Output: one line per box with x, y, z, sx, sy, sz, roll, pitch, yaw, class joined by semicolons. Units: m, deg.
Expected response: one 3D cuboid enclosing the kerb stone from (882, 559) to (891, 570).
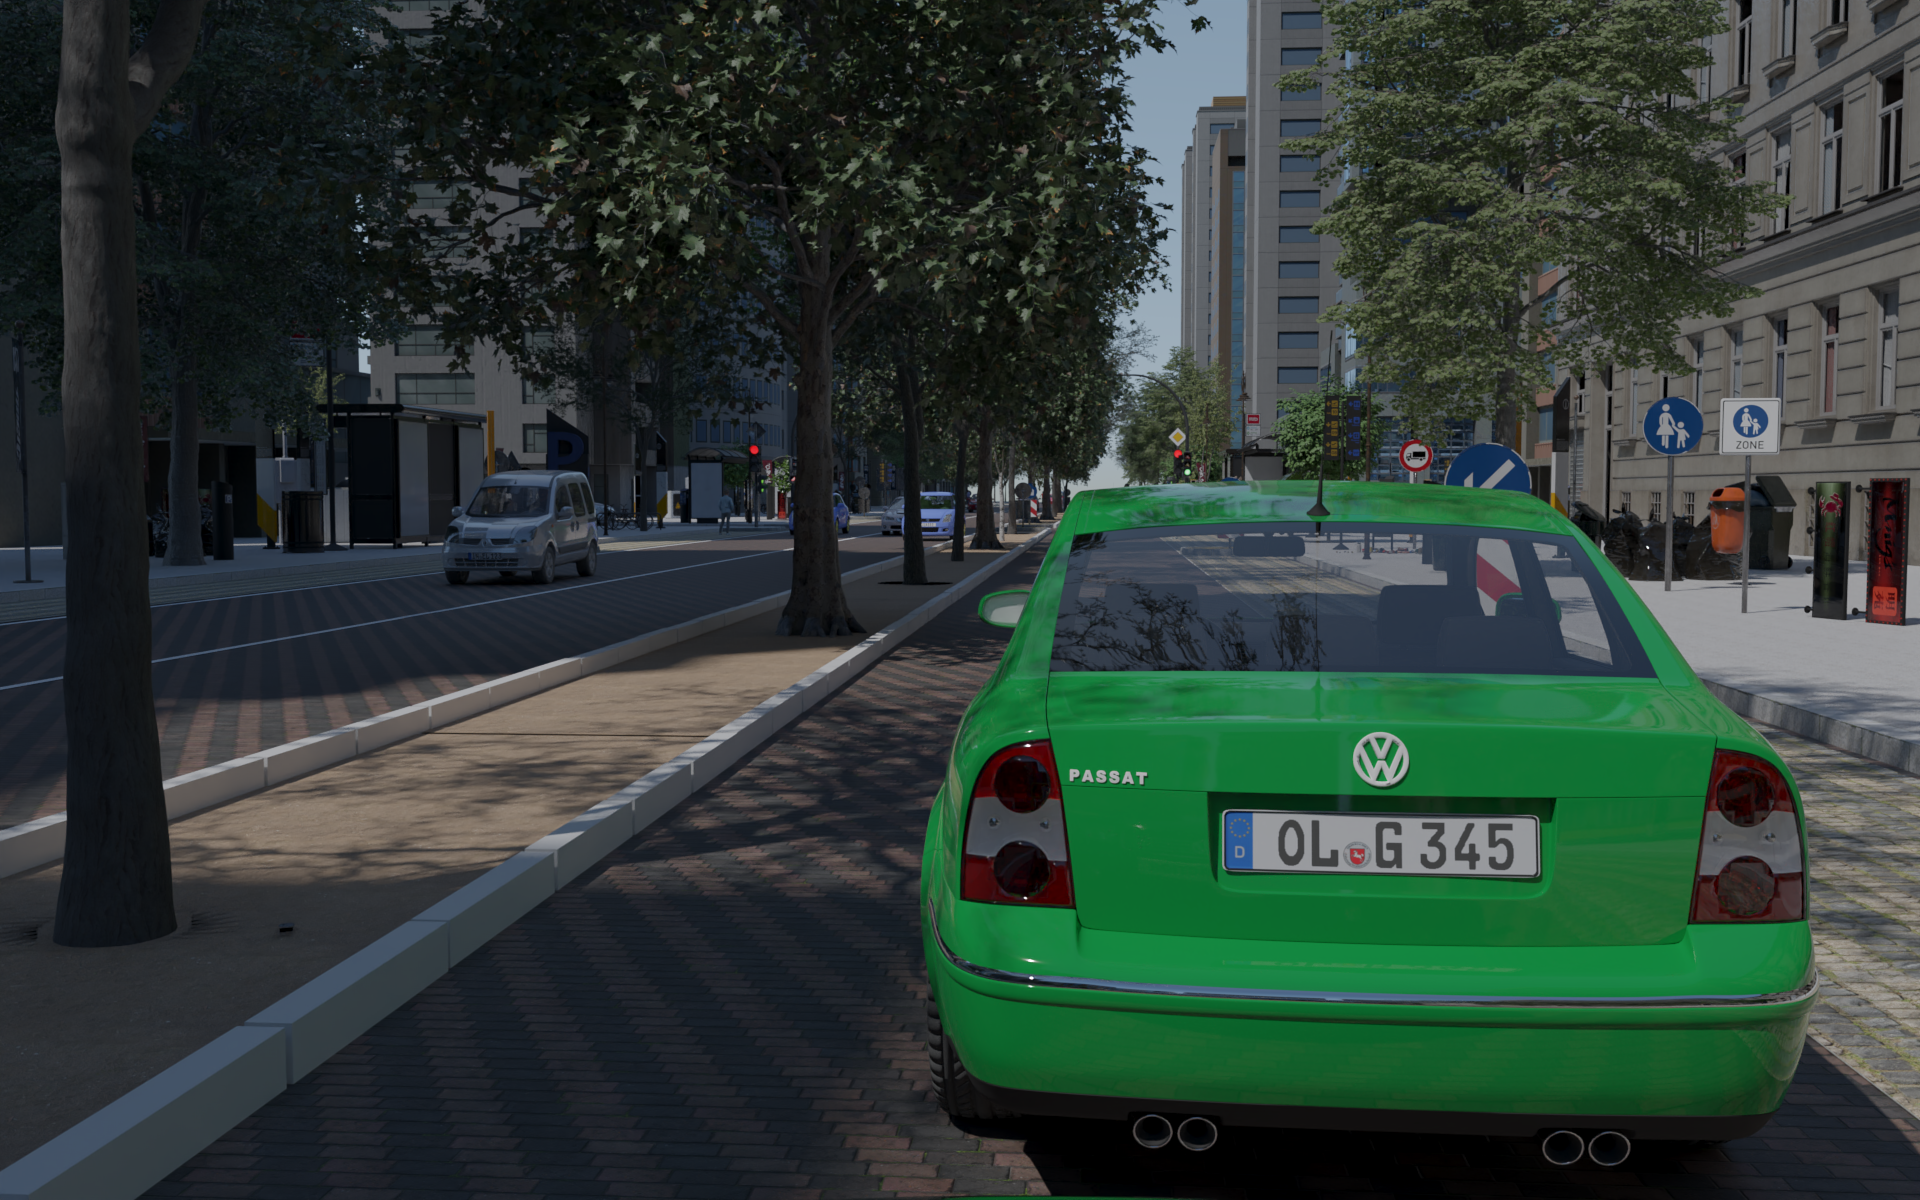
-1.458;-0.629;32.472;0.120;0.150;1.000;0;4;5;kerb stone

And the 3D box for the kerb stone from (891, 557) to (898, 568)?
-1.371;-0.687;33.495;0.120;0.150;1.000;0;4;5;kerb stone

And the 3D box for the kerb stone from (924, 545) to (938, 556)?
-0.704;-1.191;41.676;0.120;0.150;1.000;0;4;5;kerb stone

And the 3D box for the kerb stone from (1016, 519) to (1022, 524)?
3.043;-3.971;87.123;0.120;0.150;1.000;0;4;5;kerb stone

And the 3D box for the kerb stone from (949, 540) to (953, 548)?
-0.360;-1.441;45.757;0.120;0.150;1.000;0;4;5;kerb stone

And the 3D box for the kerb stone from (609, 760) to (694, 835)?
-1.384;0.882;7.776;0.120;0.150;1.000;0;4;5;kerb stone

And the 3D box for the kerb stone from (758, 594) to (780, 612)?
-2.390;0.061;21.207;0.120;0.150;1.000;0;4;5;kerb stone

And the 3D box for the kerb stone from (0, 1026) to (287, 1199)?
-1.724;1.133;3.677;0.120;0.150;1.000;0;4;5;kerb stone

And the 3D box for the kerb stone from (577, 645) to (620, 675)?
-2.975;0.504;14.056;0.120;0.150;1.000;0;4;5;kerb stone

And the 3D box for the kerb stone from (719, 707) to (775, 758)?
-1.219;0.757;9.823;0.120;0.150;1.000;0;4;5;kerb stone

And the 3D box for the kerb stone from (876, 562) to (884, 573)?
-1.552;-0.566;31.451;0.120;0.150;1.000;0;4;5;kerb stone

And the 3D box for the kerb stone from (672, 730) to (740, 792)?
-1.297;0.819;8.804;0.120;0.150;1.000;0;4;5;kerb stone

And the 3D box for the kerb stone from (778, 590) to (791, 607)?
-2.296;-0.001;22.226;0.120;0.150;1.000;0;4;5;kerb stone

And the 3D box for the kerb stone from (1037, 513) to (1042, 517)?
5.406;-5.722;115.753;0.120;0.150;1.000;0;4;5;kerb stone

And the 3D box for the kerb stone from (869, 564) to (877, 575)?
-1.633;-0.503;30.432;0.120;0.150;1.000;0;4;5;kerb stone

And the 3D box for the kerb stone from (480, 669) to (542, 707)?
-3.141;0.623;12.015;0.120;0.150;1.000;0;4;5;kerb stone

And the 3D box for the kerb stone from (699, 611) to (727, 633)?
-2.637;0.248;18.139;0.120;0.150;1.000;0;4;5;kerb stone

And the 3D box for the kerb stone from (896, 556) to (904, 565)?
-1.288;-0.754;34.520;0.120;0.150;1.000;0;4;5;kerb stone

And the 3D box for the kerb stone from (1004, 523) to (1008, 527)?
2.125;-3.279;75.896;0.120;0.150;1.000;0;4;5;kerb stone

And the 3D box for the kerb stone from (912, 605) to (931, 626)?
-0.458;0.195;19.008;0.120;0.150;1.000;0;4;5;kerb stone

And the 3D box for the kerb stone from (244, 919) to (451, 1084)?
-1.637;1.070;4.703;0.120;0.150;1.000;0;4;5;kerb stone

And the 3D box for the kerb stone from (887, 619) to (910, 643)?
-0.626;0.320;16.969;0.120;0.150;1.000;0;4;5;kerb stone

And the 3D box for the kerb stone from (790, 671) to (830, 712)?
-1.046;0.634;11.872;0.120;0.150;1.000;0;4;5;kerb stone

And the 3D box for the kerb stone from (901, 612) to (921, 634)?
-0.540;0.262;17.990;0.120;0.150;1.000;0;4;5;kerb stone

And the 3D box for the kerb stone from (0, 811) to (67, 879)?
-3.568;0.935;6.903;0.120;0.150;1.000;0;4;5;kerb stone

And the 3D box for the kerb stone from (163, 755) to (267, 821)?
-3.481;0.873;7.921;0.120;0.150;1.000;0;4;5;kerb stone

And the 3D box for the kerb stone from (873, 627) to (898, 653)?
-0.711;0.383;15.947;0.120;0.150;1.000;0;4;5;kerb stone

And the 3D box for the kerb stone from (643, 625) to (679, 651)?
-2.812;0.373;16.095;0.120;0.150;1.000;0;4;5;kerb stone

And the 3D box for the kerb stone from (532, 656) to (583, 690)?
-3.063;0.560;13.037;0.120;0.150;1.000;0;4;5;kerb stone

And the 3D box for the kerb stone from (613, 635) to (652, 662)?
-2.893;0.441;15.075;0.120;0.150;1.000;0;4;5;kerb stone

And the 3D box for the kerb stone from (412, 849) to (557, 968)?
-1.558;1.010;5.730;0.120;0.150;1.000;0;4;5;kerb stone

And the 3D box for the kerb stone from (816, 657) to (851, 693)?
-0.960;0.569;12.890;0.120;0.150;1.000;0;4;5;kerb stone

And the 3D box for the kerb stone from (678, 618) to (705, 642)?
-2.720;0.316;17.114;0.120;0.150;1.000;0;4;5;kerb stone

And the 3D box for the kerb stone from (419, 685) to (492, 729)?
-3.221;0.685;10.996;0.120;0.150;1.000;0;4;5;kerb stone

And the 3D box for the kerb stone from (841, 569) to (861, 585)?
-1.795;-0.379;28.386;0.120;0.150;1.000;0;4;5;kerb stone

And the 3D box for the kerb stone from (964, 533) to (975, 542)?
0.303;-1.937;53.929;0.120;0.150;1.000;0;4;5;kerb stone

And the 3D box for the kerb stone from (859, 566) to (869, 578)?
-1.714;-0.441;29.408;0.120;0.150;1.000;0;4;5;kerb stone

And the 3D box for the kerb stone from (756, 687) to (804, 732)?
-1.136;0.694;10.853;0.120;0.150;1.000;0;4;5;kerb stone

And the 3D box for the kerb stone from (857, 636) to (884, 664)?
-0.797;0.448;14.928;0.120;0.150;1.000;0;4;5;kerb stone

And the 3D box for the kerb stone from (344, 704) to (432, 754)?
-3.308;0.748;9.967;0.120;0.150;1.000;0;4;5;kerb stone

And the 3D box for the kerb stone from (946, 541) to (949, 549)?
-0.450;-1.379;44.739;0.120;0.150;1.000;0;4;5;kerb stone

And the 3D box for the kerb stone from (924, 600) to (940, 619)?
-0.368;0.132;20.032;0.120;0.150;1.000;0;4;5;kerb stone

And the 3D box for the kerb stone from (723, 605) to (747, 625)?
-2.548;0.185;19.169;0.120;0.150;1.000;0;4;5;kerb stone

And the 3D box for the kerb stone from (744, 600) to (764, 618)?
-2.471;0.130;20.189;0.120;0.150;1.000;0;4;5;kerb stone

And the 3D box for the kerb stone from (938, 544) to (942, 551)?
-0.617;-1.245;42.695;0.120;0.150;1.000;0;4;5;kerb stone

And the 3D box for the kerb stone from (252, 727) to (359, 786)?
-3.392;0.811;8.941;0.120;0.150;1.000;0;4;5;kerb stone

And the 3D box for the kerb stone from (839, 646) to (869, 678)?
-0.875;0.507;13.909;0.120;0.150;1.000;0;4;5;kerb stone

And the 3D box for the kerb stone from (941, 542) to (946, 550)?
-0.532;-1.312;43.717;0.120;0.150;1.000;0;4;5;kerb stone

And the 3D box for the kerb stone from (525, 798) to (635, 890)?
-1.472;0.944;6.757;0.120;0.150;1.000;0;4;5;kerb stone
